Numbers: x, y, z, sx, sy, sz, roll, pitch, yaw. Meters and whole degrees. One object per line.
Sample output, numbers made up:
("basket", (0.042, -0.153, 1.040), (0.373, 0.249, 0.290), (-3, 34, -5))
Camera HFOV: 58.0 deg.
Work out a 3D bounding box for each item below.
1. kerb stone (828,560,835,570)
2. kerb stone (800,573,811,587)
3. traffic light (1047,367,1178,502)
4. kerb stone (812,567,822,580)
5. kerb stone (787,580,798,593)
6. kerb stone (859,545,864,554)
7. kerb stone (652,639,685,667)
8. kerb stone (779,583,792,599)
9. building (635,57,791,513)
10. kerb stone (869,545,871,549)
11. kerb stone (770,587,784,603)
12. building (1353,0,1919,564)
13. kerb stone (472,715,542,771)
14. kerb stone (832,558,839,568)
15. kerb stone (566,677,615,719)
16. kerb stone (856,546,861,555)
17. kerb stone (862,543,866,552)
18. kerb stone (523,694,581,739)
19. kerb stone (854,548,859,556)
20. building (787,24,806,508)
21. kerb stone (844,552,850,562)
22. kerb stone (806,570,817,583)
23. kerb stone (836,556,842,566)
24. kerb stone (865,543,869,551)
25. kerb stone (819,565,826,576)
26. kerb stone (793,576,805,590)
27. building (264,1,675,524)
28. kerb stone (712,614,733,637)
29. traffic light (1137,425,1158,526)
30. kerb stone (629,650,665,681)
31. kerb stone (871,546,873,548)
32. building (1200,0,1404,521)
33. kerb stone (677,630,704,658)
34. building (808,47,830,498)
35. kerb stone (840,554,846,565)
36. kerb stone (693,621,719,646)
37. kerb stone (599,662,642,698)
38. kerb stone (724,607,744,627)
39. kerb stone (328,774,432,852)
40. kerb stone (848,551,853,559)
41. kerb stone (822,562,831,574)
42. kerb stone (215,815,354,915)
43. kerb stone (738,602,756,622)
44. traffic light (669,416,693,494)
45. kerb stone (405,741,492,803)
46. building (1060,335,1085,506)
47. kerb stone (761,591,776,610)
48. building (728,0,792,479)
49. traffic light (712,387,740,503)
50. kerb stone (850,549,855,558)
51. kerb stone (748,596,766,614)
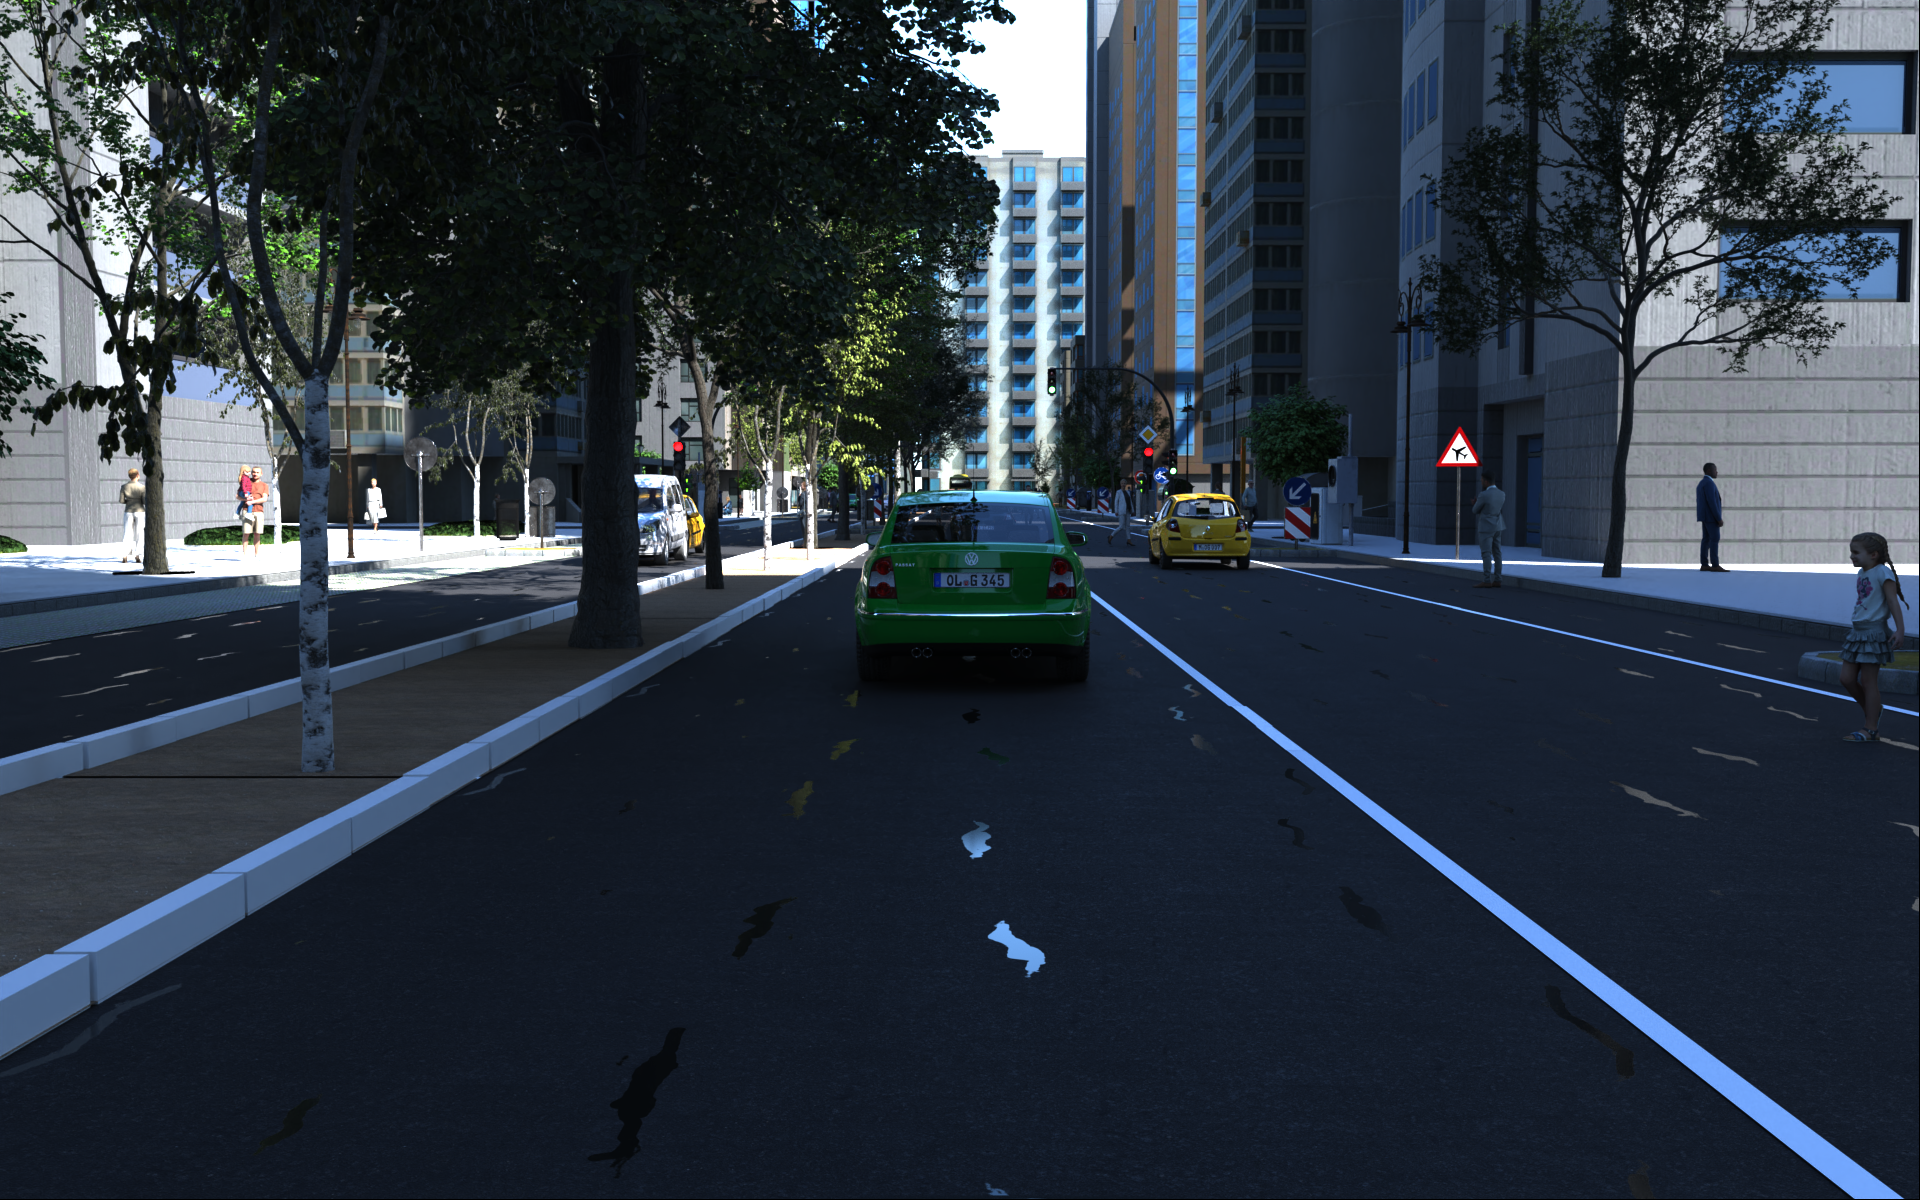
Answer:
("kerb stone", (-2.454, -0.600, 32.005), (0.120, 0.150, 1.000), (0, 3, 0))
("kerb stone", (-2.453, -0.287, 26.881), (0.120, 0.150, 1.000), (0, 3, 0))
("traffic light", (5.503, -5.354, 62.201), (4.771, 5.953, 1.251), (0, 3, 0))
("kerb stone", (-2.446, -0.412, 28.929), (0.120, 0.150, 1.000), (0, 3, 0))
("kerb stone", (-2.463, -0.152, 24.828), (0.120, 0.150, 1.000), (0, 3, 0))
("kerb stone", (-2.434, -1.165, 41.246), (0.120, 0.150, 1.000), (0, 3, 0))
("kerb stone", (-2.481, 0.466, 14.581), (0.120, 0.150, 1.000), (0, 3, 0))
("kerb stone", (-2.453, -0.098, 23.805), (0.120, 0.150, 1.000), (0, 3, 0))
("building", (-19.311, -21.184, 118.063), (14.160, 30.474, 14.107), (0, 3, 0))
("kerb stone", (-2.428, -1.352, 44.343), (0.120, 0.150, 1.000), (0, 3, 0))
("kerb stone", (-2.466, -0.036, 22.783), (0.120, 0.150, 1.000), (0, 3, 0))
("building", (22.483, -30.696, 43.873), (21.231, 58.520, 28.212), (0, 3, 0))
("kerb stone", (-2.481, 0.779, 9.454), (0.120, 0.150, 1.000), (0, 3, 0))
("kerb stone", (-2.459, -0.663, 33.029), (0.120, 0.150, 1.000), (0, 3, 0))
("kerb stone", (-2.472, 0.654, 11.505), (0.120, 0.150, 1.000), (0, 3, 0))
("kerb stone", (-2.452, -1.102, 40.221), (0.120, 0.150, 1.000), (0, 3, 0))
("kerb stone", (-2.437, -1.228, 42.277), (0.120, 0.150, 1.000), (0, 3, 0))
("kerb stone", (-2.481, 0.717, 10.476), (0.120, 0.150, 1.000), (0, 3, 0))
("kerb stone", (-2.442, -1.037, 39.199), (0.120, 0.150, 1.000), (0, 3, 0))
("building", (-26.400, -33.433, 170.330), (21.300, 48.544, 21.600), (0, 3, 0))
("kerb stone", (-2.443, -0.852, 36.120), (0.120, 0.150, 1.000), (0, 3, 0))
("kerb stone", (-2.453, -0.349, 27.903), (0.120, 0.150, 1.000), (0, 3, 0))
("kerb stone", (-2.458, -0.725, 34.055), (0.120, 0.150, 1.000), (0, 3, 0))
("kerb stone", (-2.436, -1.291, 43.306), (0.120, 0.150, 1.000), (0, 3, 0))
("kerb stone", (-2.453, -0.472, 29.961), (0.120, 0.150, 1.000), (0, 3, 0))
("kerb stone", (-2.463, -0.219, 25.858), (0.120, 0.150, 1.000), (0, 3, 0))
("building", (-30.808, -23.978, 83.928), (32.217, 40.220, 23.993), (0, 3, 0))
("kerb stone", (-2.468, 0.282, 17.656), (0.120, 0.150, 1.000), (0, 3, 0))
("traffic light", (7.605, -4.979, 70.325), (0.839, 4.253, 0.868), (0, 3, 0))
("kerb stone", (-2.475, 0.528, 13.559), (0.120, 0.150, 1.000), (0, 3, 0))
("kerb stone", (-2.429, -1.416, 45.365), (0.120, 0.150, 1.000), (0, 3, 0))
("building", (25.377, -24.212, 87.743), (23.993, 40.220, 32.217), (0, 3, 0))
("kerb stone", (-2.464, 0.408, 15.603), (0.120, 0.150, 1.000), (0, 3, 0))
("building", (-29.323, -37.603, 204.042), (27.495, 52.752, 28.713), (0, 3, 0))
("kerb stone", (-2.450, -0.789, 35.091), (0.120, 0.150, 1.000), (0, 3, 0))
("kerb stone", (-2.466, 0.341, 16.625), (0.120, 0.150, 1.000), (0, 3, 0))
("kerb stone", (-2.474, 0.591, 12.537), (0.120, 0.150, 1.000), (0, 3, 0))
("kerb stone", (-2.475, 0.215, 18.677), (0.120, 0.150, 1.000), (0, 3, 0))
("kerb stone", (-2.481, 0.910, 7.400), (0.120, 0.150, 1.000), (0, 3, 0))
("kerb stone", (-2.449, -0.914, 37.142), (0.120, 0.150, 1.000), (0, 3, 0))
("kerb stone", (-2.449, -0.534, 30.983), (0.120, 0.150, 1.000), (0, 3, 0))
("kerb stone", (-2.478, 0.967, 6.378), (0.120, 0.150, 1.000), (0, 3, 0))
("kerb stone", (-2.471, 0.153, 19.709), (0.120, 0.150, 1.000), (0, 3, 0))
("traffic light", (-10.067, -4.491, 62.346), (0.839, 4.253, 0.868), (0, 3, 0))
("kerb stone", (-2.487, 0.843, 8.422), (0.120, 0.150, 1.000), (0, 3, 0))
("building", (26.365, -21.887, 202.898), (27.650, 21.520, 28.899), (0, 3, 0))
("kerb stone", (-2.457, 0.027, 21.761), (0.120, 0.150, 1.000), (0, 3, 0))
("building", (-22.475, -30.699, 152.037), (14.600, 45.320, 14.200), (0, 3, 0))
("traffic light", (-7.965, -5.853, 70.364), (4.771, 5.953, 1.251), (0, 3, 0))
("kerb stone", (-2.450, -0.973, 38.168), (0.120, 0.150, 1.000), (0, 3, 0))
("kerb stone", (-2.470, 0.089, 20.740), (0.120, 0.150, 1.000), (0, 3, 0))
